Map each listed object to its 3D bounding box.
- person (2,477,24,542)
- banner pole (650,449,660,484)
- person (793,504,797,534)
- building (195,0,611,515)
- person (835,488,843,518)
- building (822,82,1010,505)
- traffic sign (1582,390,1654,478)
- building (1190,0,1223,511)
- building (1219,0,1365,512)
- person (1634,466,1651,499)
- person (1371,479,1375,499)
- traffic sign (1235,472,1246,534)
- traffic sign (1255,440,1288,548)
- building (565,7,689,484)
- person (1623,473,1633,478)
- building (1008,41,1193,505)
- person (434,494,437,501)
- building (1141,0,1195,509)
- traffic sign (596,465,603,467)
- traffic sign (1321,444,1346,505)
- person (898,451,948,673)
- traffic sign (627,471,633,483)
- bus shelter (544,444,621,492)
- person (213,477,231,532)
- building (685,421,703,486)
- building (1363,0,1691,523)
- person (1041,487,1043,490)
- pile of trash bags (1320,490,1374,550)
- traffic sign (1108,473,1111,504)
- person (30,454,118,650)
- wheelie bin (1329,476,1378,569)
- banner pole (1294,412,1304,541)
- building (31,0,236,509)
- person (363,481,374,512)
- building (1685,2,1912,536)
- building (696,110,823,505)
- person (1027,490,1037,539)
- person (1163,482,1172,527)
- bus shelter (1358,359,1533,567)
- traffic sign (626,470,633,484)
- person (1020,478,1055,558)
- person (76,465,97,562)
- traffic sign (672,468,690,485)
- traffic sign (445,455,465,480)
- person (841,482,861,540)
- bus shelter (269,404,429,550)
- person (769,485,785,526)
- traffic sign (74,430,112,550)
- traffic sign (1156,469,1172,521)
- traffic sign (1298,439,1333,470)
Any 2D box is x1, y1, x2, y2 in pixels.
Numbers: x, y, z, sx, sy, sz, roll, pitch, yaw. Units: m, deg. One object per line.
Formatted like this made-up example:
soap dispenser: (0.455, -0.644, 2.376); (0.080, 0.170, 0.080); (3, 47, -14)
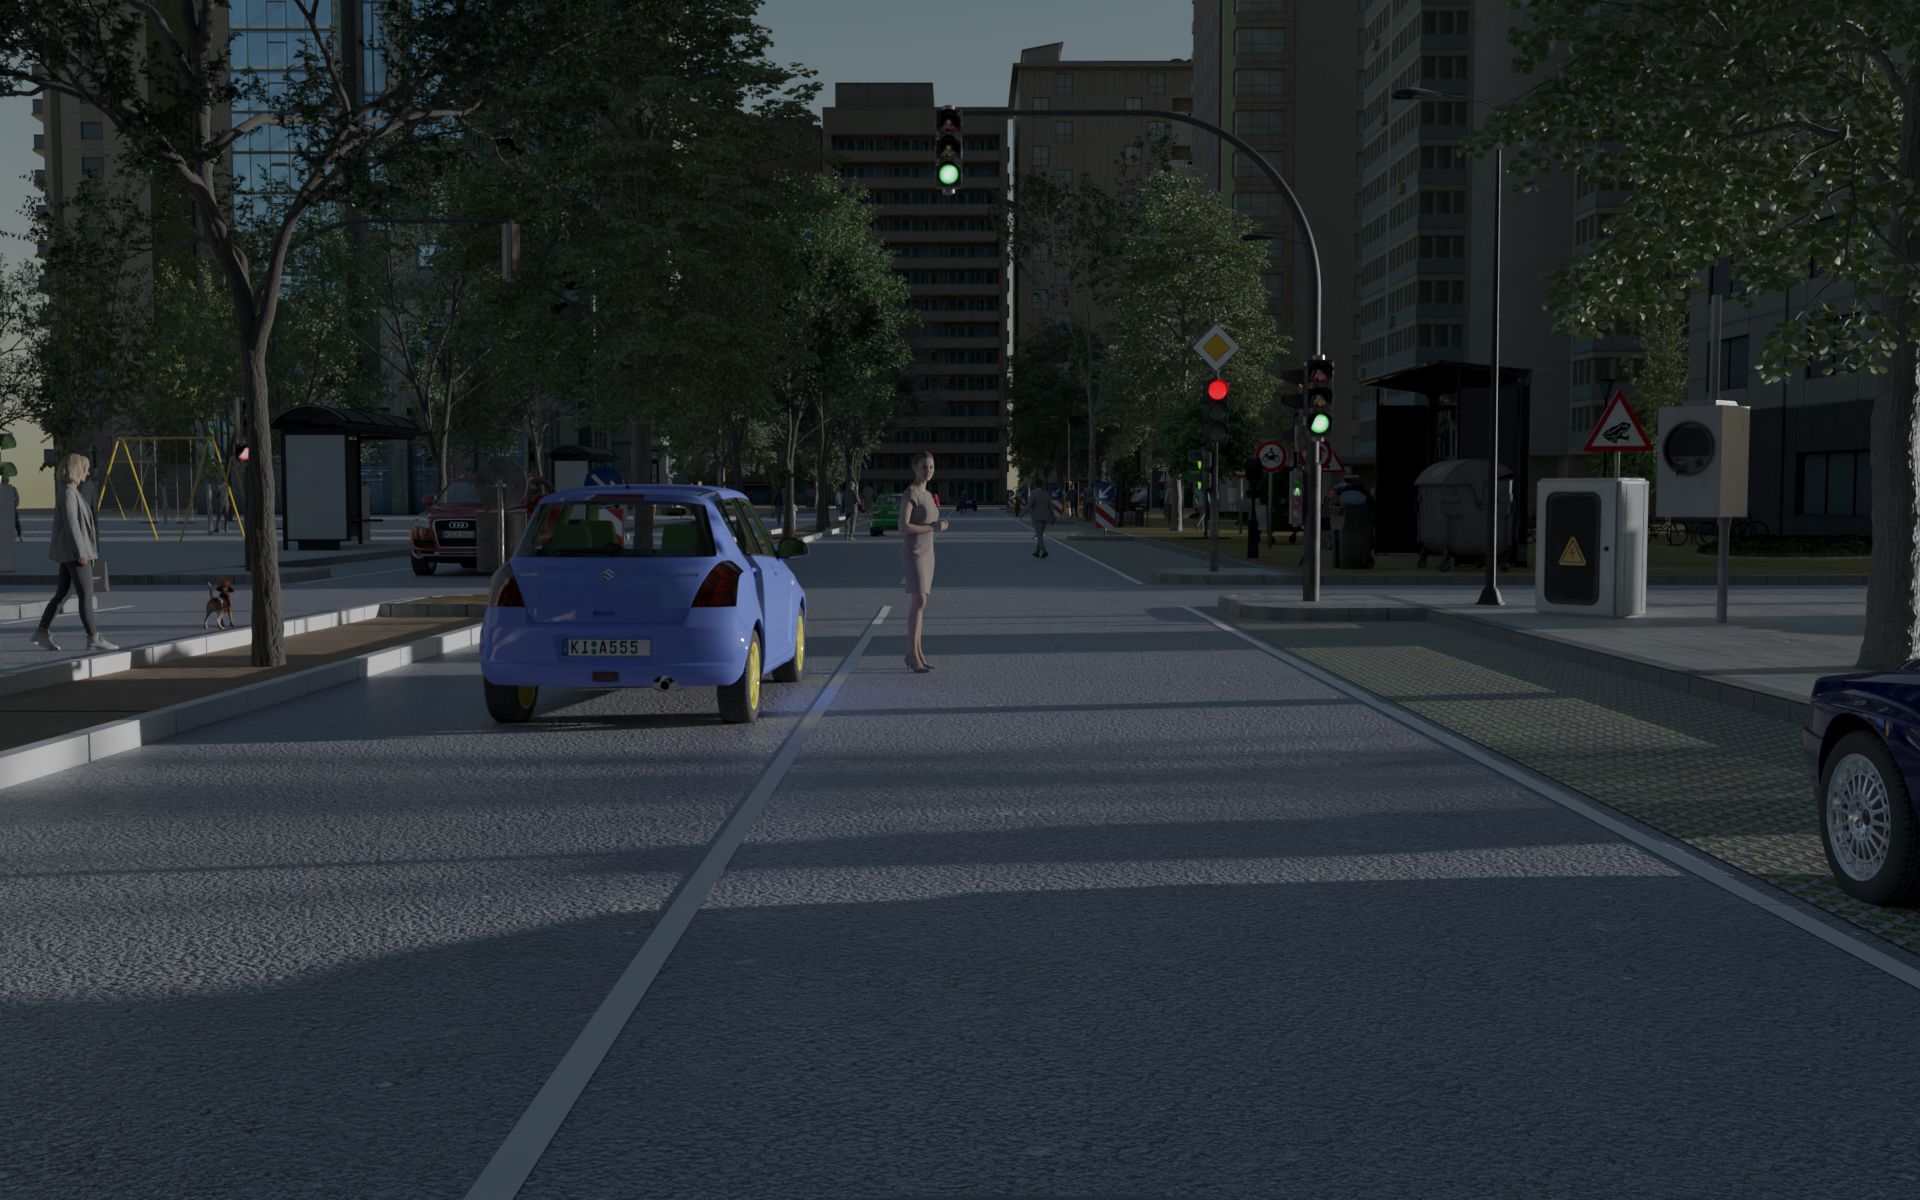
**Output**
person: (-25.639, -2.445, 46.510); (0.782, 1.767, 0.515); (-1, 4, -9)
banner pole: (-15.186, -5.819, 85.158); (0.863, 3.779, 0.401); (-1, 4, -10)
person: (-6.022, -3.014, 62.055); (0.425, 1.301, 0.394); (-2, 4, -30)
building: (-36.465, -49.228, 117.548); (22.319, 86.520, 31.000); (0, 4, 0)
person: (-7.167, -5.749, 102.765); (0.793, 1.790, 0.793); (0, 4, 2)
building: (-5.057, -35.725, 207.800); (21.600, 48.544, 21.300); (0, 4, 0)
traffic sign: (8.212, -1.326, 21.676); (0.884, 2.594, 0.081); (0, 4, 1)
building: (25.172, -29.327, 129.605); (14.600, 45.320, 14.200); (0, 4, 0)
building: (24.185, -26.383, 114.960); (14.154, 41.232, 14.086); (0, 4, 0)
person: (12.545, -1.594, 32.285); (0.592, 1.802, 0.473); (2, 4, 27)
person: (12.535, -2.772, 51.703); (0.599, 1.781, 0.374); (0, 4, 7)
traffic sign: (9.055, -3.408, 55.822); (0.768, 2.556, 0.104); (0, 4, 7)
traffic sign: (7.345, -2.498, 40.956); (0.768, 2.556, 0.104); (0, 4, 4)
building: (-38.986, -34.544, 154.037); (27.495, 52.752, 28.713); (0, 4, 0)
person: (14.946, -1.966, 38.774); (0.643, 1.750, 0.593); (-1, 4, -17)
building: (19.730, -38.037, 211.150); (27.495, 52.752, 28.713); (0, 4, 0)
person: (-27.947, -5.137, 92.636); (0.503, 1.515, 0.523); (0, 4, -8)
building: (28.701, -51.268, 150.898); (22.319, 86.520, 31.000); (0, 4, 0)
traffic sign: (-15.892, -4.679, 76.600); (0.768, 2.556, 0.104); (1, 4, 10)
traffic sign: (9.143, -2.635, 43.085); (0.884, 2.594, 0.081); (0, 4, 2)
person: (-0.303, -0.323, 14.121); (0.374, 1.781, 0.599); (1, 4, 21)
traffic sign: (-15.140, -4.940, 80.770); (0.884, 2.594, 0.081); (0, 4, 4)
bus shelter: (-15.775, -4.819, 72.712); (2.014, 3.302, 5.546); (0, 4, 0)
person: (-24.828, -3.199, 58.155); (0.447, 1.846, 0.655); (3, 4, 37)
building: (-43.017, -31.975, 214.678); (23.993, 40.220, 32.217); (0, 4, 0)
building: (33.078, -23.955, 83.552); (32.217, 40.220, 23.993); (0, 4, 0)
person: (3.889, -4.764, 86.753); (0.716, 1.782, 0.532); (2, 4, 34)
pile of trash bags: (9.184, -1.915, 41.059); (1.912, 1.369, 3.447); (0, 4, -1)
traffic sign: (8.944, -6.355, 103.907); (0.884, 2.594, 0.081); (0, 4, 8)
person: (-8.162, -0.443, 15.920); (0.728, 1.800, 0.709); (-2, 4, -23)
wheelie bin: (6.753, -1.339, 29.802); (0.693, 1.594, 0.980); (-1, 4, -12)
banner pole: (9.259, -3.468, 46.723); (0.863, 3.779, 0.401); (-3, 4, -37)
building: (-66.831, -37.655, 157.654); (28.212, 58.520, 21.231); (0, 4, 0)
person: (-26.286, -4.323, 76.573); (0.661, 1.843, 0.795); (-3, 4, -36)
building: (33.333, -36.990, 43.040); (20.611, 71.187, 20.563); (0, 4, 0)
building: (-22.962, -33.972, 205.555); (14.200, 45.320, 14.600); (0, 4, 0)
person: (2.514, -2.886, 55.542); (0.638, 1.841, 0.748); (3, 4, 36)
person: (8.327, -3.783, 68.373); (0.515, 1.767, 0.782); (2, 4, 32)
bus shelter: (9.215, -2.574, 33.376); (1.731, 3.624, 6.357); (0, 4, 0)
traffic sign: (-17.242, -5.590, 91.494); (0.768, 2.556, 0.104); (0, 4, 1)
person: (1.786, -1.849, 38.999); (0.678, 1.792, 0.850); (-2, 4, -30)
person: (-15.647, -1.506, 30.773); (0.850, 1.850, 0.679); (1, 4, 21)
traffic sign: (-13.900, -5.277, 86.276); (0.884, 2.594, 0.081); (0, 4, 1)
traffic sign: (-16.375, -3.415, 55.943); (0.768, 2.556, 0.104); (0, 4, 2)
person: (-3.379, -2.777, 54.085); (0.661, 1.801, 0.590); (1, 4, 20)
bus shelter: (-14.658, -2.931, 41.841); (2.014, 3.302, 5.546); (0, 3, 0)
person: (-8.041, -4.141, 76.184); (0.794, 1.824, 0.713); (-2, 4, -26)
traffic sign: (-17.253, -2.101, 34.458); (0.768, 2.556, 0.104); (0, 4, 3)
traffic sign: (9.740, -5.025, 82.156); (0.884, 2.594, 0.081); (0, 4, 1)
traffic sign: (7.838, -2.335, 38.278); (0.768, 2.556, 0.104); (0, 4, 0)
